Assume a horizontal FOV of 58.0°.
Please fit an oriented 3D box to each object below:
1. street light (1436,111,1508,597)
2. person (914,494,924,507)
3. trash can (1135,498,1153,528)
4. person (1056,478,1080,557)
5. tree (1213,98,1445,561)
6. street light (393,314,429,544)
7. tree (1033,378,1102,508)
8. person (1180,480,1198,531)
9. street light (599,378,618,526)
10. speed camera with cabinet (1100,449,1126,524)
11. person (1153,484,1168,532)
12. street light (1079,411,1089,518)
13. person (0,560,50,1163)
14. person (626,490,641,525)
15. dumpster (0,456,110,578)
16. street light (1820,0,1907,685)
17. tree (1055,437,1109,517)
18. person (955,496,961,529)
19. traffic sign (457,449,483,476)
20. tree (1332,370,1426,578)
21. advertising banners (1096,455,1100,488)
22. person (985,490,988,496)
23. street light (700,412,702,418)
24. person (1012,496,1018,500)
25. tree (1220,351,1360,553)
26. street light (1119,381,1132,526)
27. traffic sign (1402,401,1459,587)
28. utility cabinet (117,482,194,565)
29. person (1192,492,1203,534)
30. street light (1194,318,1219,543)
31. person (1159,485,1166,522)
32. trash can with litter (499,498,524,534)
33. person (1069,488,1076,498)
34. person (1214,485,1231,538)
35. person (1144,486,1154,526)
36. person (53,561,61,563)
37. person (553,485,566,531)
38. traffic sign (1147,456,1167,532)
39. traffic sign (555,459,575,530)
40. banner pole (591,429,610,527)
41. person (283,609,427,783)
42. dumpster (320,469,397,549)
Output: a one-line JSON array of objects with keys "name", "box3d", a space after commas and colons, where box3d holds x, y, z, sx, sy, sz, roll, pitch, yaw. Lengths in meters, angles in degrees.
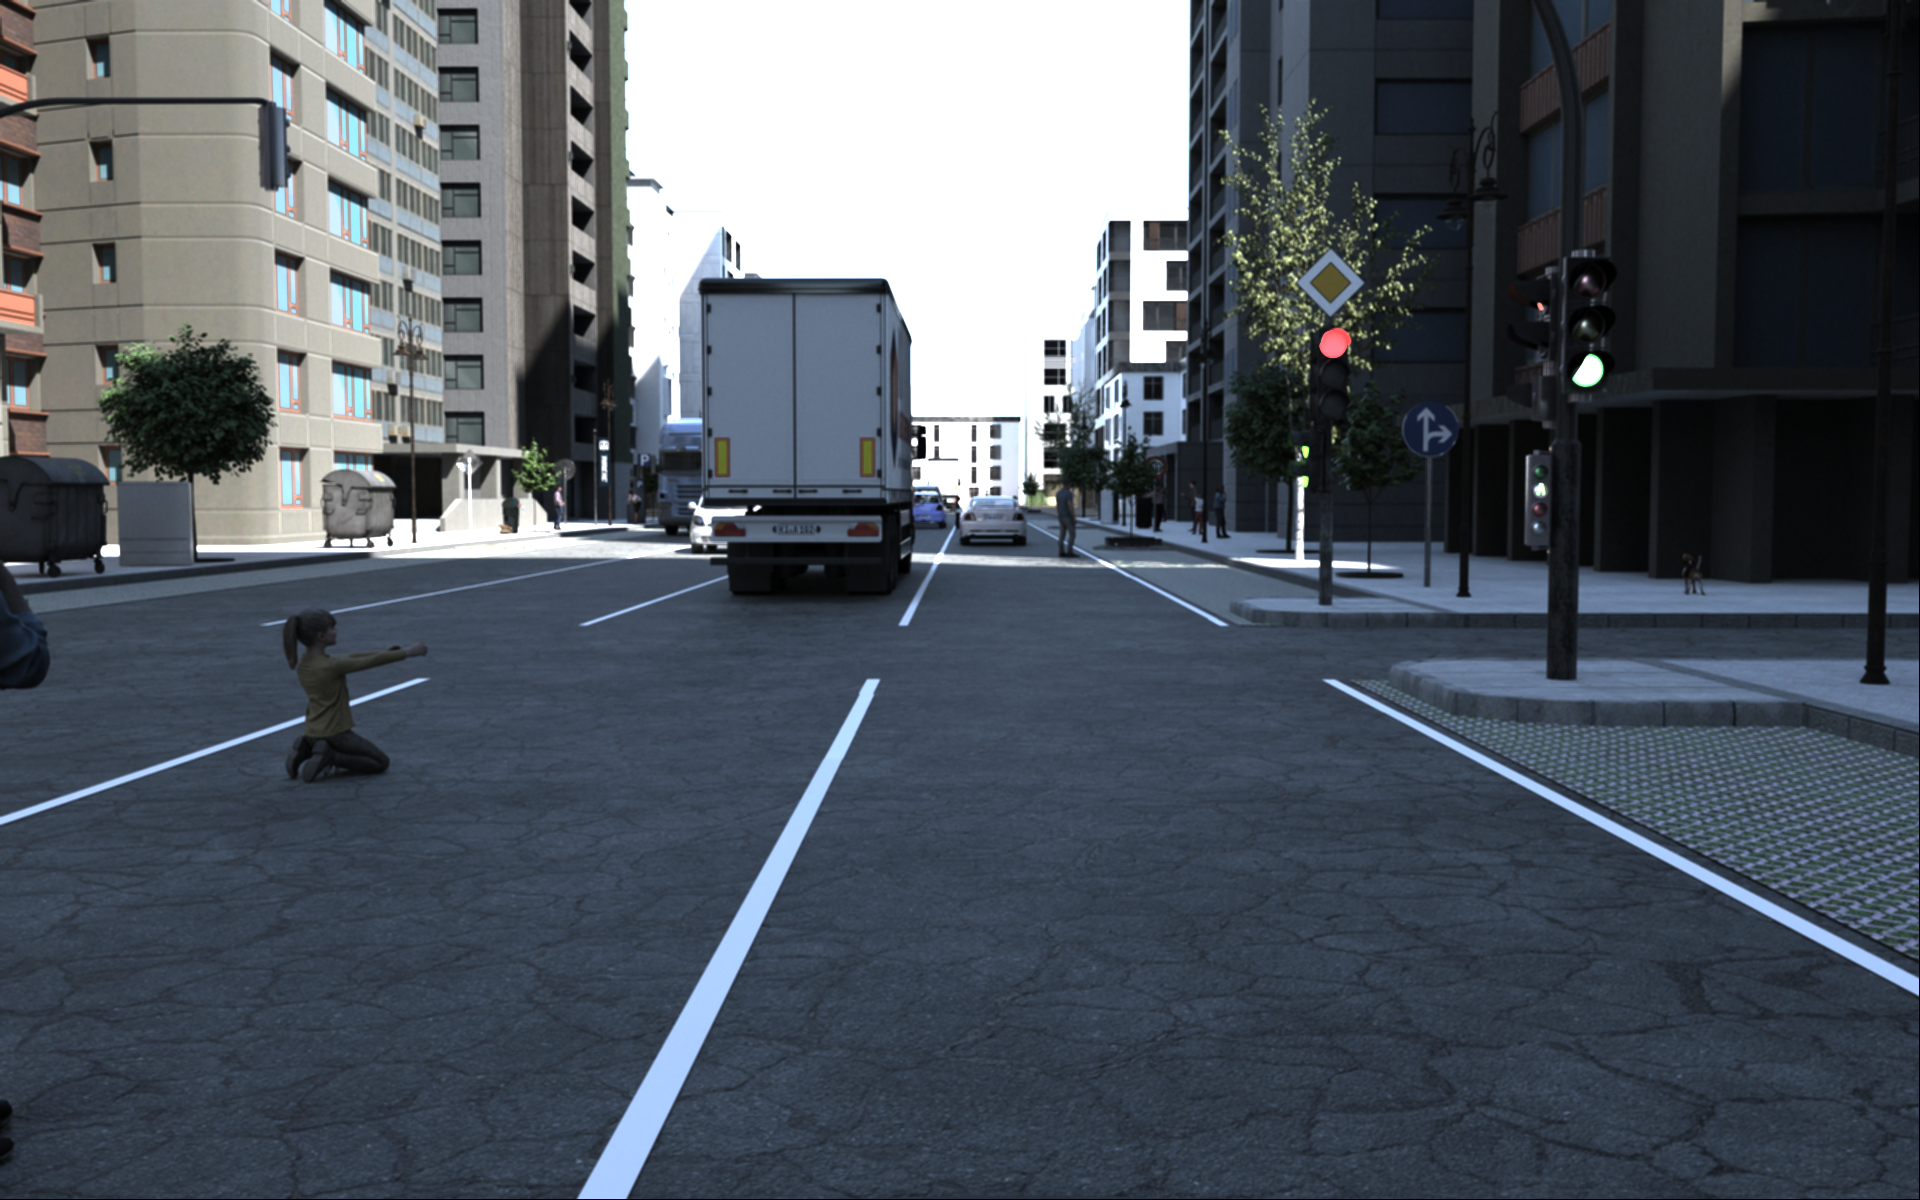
[{"name": "street light", "box3d": [6.292, -2.977, 21.459, 0.468, 5.910, 1.993, 0, 4, 0]}, {"name": "person", "box3d": [-1.883, -3.425, 67.679, 0.799, 1.438, 0.628, -2, 4, -30]}, {"name": "trash can", "box3d": [6.885, -3.256, 64.892, 0.748, 1.137, 0.748, 0, 3, 0]}, {"name": "person", "box3d": [2.454, -1.885, 39.454, 0.434, 1.807, 0.598, -1, 4, -23]}, {"name": "tree", "box3d": [6.567, -5.030, 32.595, 4.737, 8.622, 4.395, 0, 3, 0]}, {"name": "street light", "box3d": [-14.112, -4.393, 44.621, 0.468, 5.910, 1.993, 0, 4, 0]}, {"name": "tree", "box3d": [6.956, -9.738, 109.570, 4.737, 8.622, 4.395, 0, 3, 0]}, {"name": "person", "box3d": [7.911, -3.264, 59.945, 0.750, 1.759, 0.617, 1, 4, 18]}, {"name": "street light", "box3d": [-14.020, -5.899, 69.234, 0.468, 5.910, 1.993, 0, 4, 0]}, {"name": "speed camera with cabinet", "box3d": [6.636, -4.918, 74.744, 0.660, 3.252, 2.038, 1, 4, 22]}, {"name": "person", "box3d": [6.860, -3.174, 59.392, 0.517, 1.644, 0.566, 0, 4, 7]}, {"name": "street light", "box3d": [6.761, -7.450, 94.592, 0.468, 5.910, 1.993, 0, 4, 0]}, {"name": "person", "box3d": [-2.161, 0.434, 3.612, 0.499, 1.552, 0.429, 3, 5, 45]}, {"name": "person", "box3d": [-13.672, -3.873, 72.562, 0.628, 1.438, 0.799, -1, 4, -11]}, {"name": "dumpster", "box3d": [-14.381, -1.310, 27.172, 1.264, 1.857, 1.865, 0, 4, 0]}, {"name": "street light", "box3d": [6.203, -2.372, 11.565, 0.468, 5.910, 1.993, 0, 4, 0]}, {"name": "tree", "box3d": [7.027, -7.039, 98.795, 4.285, 4.588, 4.351, 0, 3, 0]}, {"name": "person", "box3d": [-0.054, -3.615, 71.520, 0.340, 1.345, 0.435, -1, 4, -11]}, {"name": "traffic sign", "box3d": [-14.384, -3.123, 50.799, 0.795, 2.593, 0.064, 0, 4, 4]}, {"name": "tree", "box3d": [6.229, -1.962, 26.684, 1.663, 3.219, 1.824, 0, 3, 0]}, {"name": "advertising banners", "box3d": [6.520, -5.020, 78.261, 0.090, 3.025, 2.074, 2, 4, 27]}, {"name": "person", "box3d": [2.309, -8.469, 146.985, 0.705, 1.823, 1.348, 0, 4, -6]}, {"name": "street light", "box3d": [-13.850, -7.374, 93.350, 0.468, 5.910, 1.993, 0, 4, 0]}, {"name": "person", "box3d": [2.845, -4.658, 88.567, 0.340, 1.345, 0.435, 1, 4, 11]}, {"name": "tree", "box3d": [7.196, -3.317, 37.948, 4.285, 4.588, 4.351, 0, 3, 0]}, {"name": "street light", "box3d": [6.635, -5.936, 69.846, 0.468, 5.910, 1.993, 0, 4, 0]}, {"name": "traffic sign", "box3d": [6.461, -1.454, 23.874, 0.768, 2.556, 0.104, 0, 4, 2]}, {"name": "utility cabinet", "box3d": [-14.328, -1.357, 30.871, 1.173, 1.500, 0.318, -1, 4, -12]}, {"name": "person", "box3d": [7.620, -2.770, 55.245, 0.435, 1.345, 0.340, 0, 4, 4]}, {"name": "street light", "box3d": [6.481, -4.461, 45.730, 0.468, 5.910, 1.993, 0, 4, 0]}, {"name": "person", "box3d": [9.302, -4.488, 80.241, 0.431, 1.722, 0.655, 2, 4, 32]}, {"name": "trash can with litter", "box3d": [-14.362, -2.689, 55.353, 0.624, 1.170, 1.055, 0, 4, 0]}, {"name": "person", "box3d": [9.349, -8.724, 148.756, 1.350, 1.814, 0.705, 1, 4, 16]}, {"name": "person", "box3d": [7.562, -2.563, 50.168, 0.429, 1.552, 0.499, 3, 5, 39]}, {"name": "person", "box3d": [7.425, -3.731, 68.504, 0.517, 1.644, 0.566, -3, 5, -42]}, {"name": "person", "box3d": [-16.938, -1.400, 32.174, 0.697, 1.427, 0.421, -2, 4, -24]}, {"name": "person", "box3d": [-14.063, -3.229, 60.796, 0.435, 1.587, 0.963, -1, 4, -23]}, {"name": "traffic sign", "box3d": [6.523, -3.537, 57.933, 0.768, 2.556, 0.104, 0, 4, 2]}, {"name": "traffic sign", "box3d": [-14.218, -3.808, 62.363, 0.768, 2.556, 0.104, 1, 4, 9]}, {"name": "banner pole", "box3d": [-13.948, -4.724, 67.248, 0.863, 3.779, 0.401, -3, 4, -36]}, {"name": "person", "box3d": [-3.105, 0.464, 8.844, 0.347, 0.859, 0.695, 3, 5, 43]}, {"name": "dumpster", "box3d": [-14.305, -2.166, 41.180, 1.264, 1.857, 1.865, 0, 4, 0]}]
